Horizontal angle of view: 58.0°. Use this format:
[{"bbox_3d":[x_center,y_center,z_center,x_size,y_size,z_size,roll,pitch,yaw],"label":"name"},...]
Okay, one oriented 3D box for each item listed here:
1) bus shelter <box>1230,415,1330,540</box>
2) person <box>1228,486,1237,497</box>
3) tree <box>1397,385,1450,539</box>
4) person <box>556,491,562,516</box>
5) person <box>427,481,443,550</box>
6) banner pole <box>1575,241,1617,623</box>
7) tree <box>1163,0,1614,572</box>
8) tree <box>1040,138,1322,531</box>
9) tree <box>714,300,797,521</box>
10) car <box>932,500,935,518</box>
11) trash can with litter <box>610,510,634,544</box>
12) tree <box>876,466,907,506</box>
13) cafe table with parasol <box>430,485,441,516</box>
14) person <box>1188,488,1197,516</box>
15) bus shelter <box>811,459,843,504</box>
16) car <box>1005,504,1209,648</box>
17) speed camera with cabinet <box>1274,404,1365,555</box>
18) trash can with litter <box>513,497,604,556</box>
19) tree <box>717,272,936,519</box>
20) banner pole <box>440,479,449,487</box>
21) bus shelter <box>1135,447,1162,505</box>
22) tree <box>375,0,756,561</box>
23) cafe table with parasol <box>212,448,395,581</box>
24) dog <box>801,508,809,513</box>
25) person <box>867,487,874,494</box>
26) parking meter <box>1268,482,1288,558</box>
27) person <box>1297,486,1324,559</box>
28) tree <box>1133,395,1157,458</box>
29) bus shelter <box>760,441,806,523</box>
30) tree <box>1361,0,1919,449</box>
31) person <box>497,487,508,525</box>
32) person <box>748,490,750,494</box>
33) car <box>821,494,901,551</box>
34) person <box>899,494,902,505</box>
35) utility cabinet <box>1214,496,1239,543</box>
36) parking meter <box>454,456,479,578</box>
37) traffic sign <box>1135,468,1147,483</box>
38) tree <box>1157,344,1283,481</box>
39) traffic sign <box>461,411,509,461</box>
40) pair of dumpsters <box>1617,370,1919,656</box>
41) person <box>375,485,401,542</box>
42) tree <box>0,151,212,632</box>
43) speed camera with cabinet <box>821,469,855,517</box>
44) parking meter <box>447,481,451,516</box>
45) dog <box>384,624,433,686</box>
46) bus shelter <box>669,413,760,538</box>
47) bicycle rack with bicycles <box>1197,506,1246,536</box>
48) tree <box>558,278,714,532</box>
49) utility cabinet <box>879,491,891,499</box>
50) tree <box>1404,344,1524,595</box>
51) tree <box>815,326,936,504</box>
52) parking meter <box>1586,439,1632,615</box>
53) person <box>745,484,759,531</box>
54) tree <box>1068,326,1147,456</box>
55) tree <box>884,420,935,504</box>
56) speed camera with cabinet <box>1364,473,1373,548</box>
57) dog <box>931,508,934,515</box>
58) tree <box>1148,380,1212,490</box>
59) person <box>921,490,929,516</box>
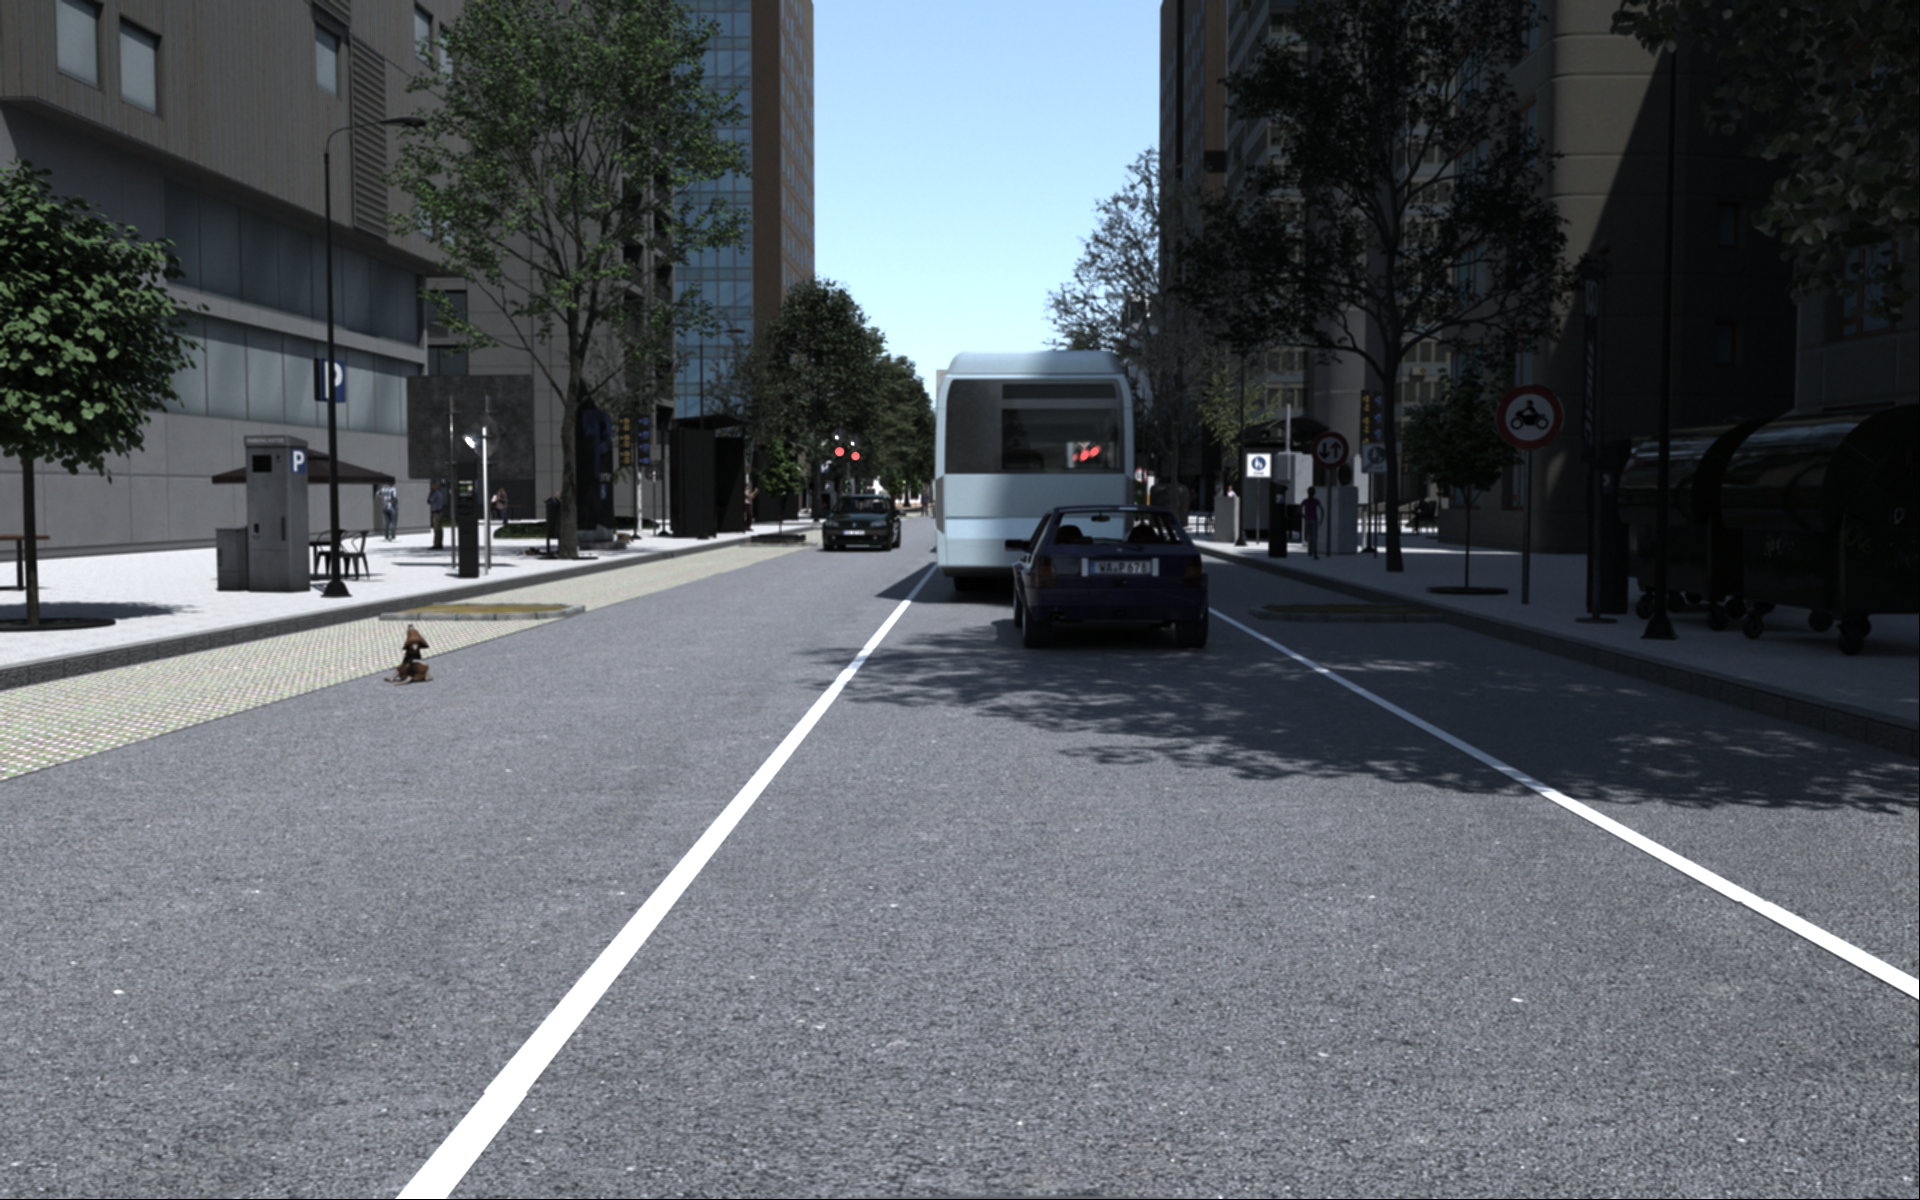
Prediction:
[{"bbox_3d":[8.756,-3.272,47.417,2.014,3.302,5.546,0,4,1],"label":"bus shelter"},{"bbox_3d":[13.951,-5.066,89.811,0.756,1.711,0.436,1,4,15],"label":"person"},{"bbox_3d":[14.314,-4.063,50.151,4.285,4.588,4.351,0,3,0],"label":"tree"},{"bbox_3d":[-15.873,-3.781,69.335,0.415,1.643,0.593,3,5,42],"label":"person"},{"bbox_3d":[-12.143,-1.955,40.068,0.319,1.574,0.516,1,4,8],"label":"person"},{"bbox_3d":[6.238,-1.654,17.057,0.401,3.779,0.863,3,4,36],"label":"banner pole"},{"bbox_3d":[6.870,-5.751,28.434,7.601,10.594,8.767,0,4,-1],"label":"tree"},{"bbox_3d":[7.450,-9.197,60.735,12.009,13.543,11.850,0,3,0],"label":"tree"},{"bbox_3d":[-8.211,-7.090,66.285,4.360,8.622,3.978,0,3,0],"label":"tree"},{"bbox_3d":[-0.676,-5.868,104.731,1.959,1.807,4.718,0,4,1],"label":"car"},{"bbox_3d":[-8.902,-2.019,44.403,1.055,1.170,0.624,0,4,2],"label":"trash can with litter"},{"bbox_3d":[-6.141,-10.747,159.431,4.285,4.588,4.351,0,3,0],"label":"tree"},{"bbox_3d":[-25.652,-4.719,82.019,2.610,1.966,2.610,3,5,45],"label":"cafe table with parasol"},{"bbox_3d":[13.555,-5.730,101.191,0.593,1.643,0.415,-2,4,-24],"label":"person"},{"bbox_3d":[-7.993,-7.067,106.831,1.731,3.624,6.357,0,4,1],"label":"bus shelter"},{"bbox_3d":[1.440,-0.300,17.490,1.945,1.354,3.894,0,4,0],"label":"car"},{"bbox_3d":[7.727,-2.646,37.595,0.660,3.252,2.038,-2,4,-33],"label":"speed camera with cabinet"},{"bbox_3d":[-8.692,-1.566,36.664,1.678,1.210,2.233,-3,5,-41],"label":"trash can with litter"},{"bbox_3d":[-7.418,-10.549,89.478,9.611,12.733,9.660,0,3,0],"label":"tree"},{"bbox_3d":[-23.503,-5.447,79.075,0.401,3.779,0.863,1,4,16],"label":"banner pole"},{"bbox_3d":[9.111,-5.881,87.441,1.731,3.624,6.357,0,4,1],"label":"bus shelter"},{"bbox_3d":[-7.541,-6.596,33.595,9.928,11.665,9.643,0,3,0],"label":"tree"},{"bbox_3d":[-9.730,-1.281,25.814,2.610,1.966,2.610,-2,4,-26],"label":"cafe table with parasol"},{"bbox_3d":[-10.299,-5.993,115.729,0.748,0.427,0.550,3,5,43],"label":"dog"},{"bbox_3d":[-6.582,-7.357,126.462,0.598,1.807,0.434,1,4,10],"label":"person"},{"bbox_3d":[6.450,-1.634,35.119,0.372,1.533,0.369,0,3,0],"label":"parking meter"},{"bbox_3d":[6.948,-1.521,34.142,0.726,1.435,0.776,1,4,22],"label":"person"},{"bbox_3d":[13.407,-10.760,126.292,4.737,8.622,4.395,0,3,0],"label":"tree"},{"bbox_3d":[-8.328,-5.427,80.017,1.731,3.624,6.357,0,4,1],"label":"bus shelter"},{"bbox_3d":[6.699,-6.159,7.349,9.857,13.997,8.962,0,3,0],"label":"tree"},{"bbox_3d":[-19.132,-3.855,72.357,0.431,1.722,0.655,0,4,-3],"label":"person"},{"bbox_3d":[-13.607,-6.555,114.020,0.742,1.727,0.445,0,4,-7],"label":"person"},{"bbox_3d":[-2.509,-2.137,44.728,2.009,1.686,4.222,0,4,3],"label":"car"},{"bbox_3d":[-7.181,-12.375,209.850,0.593,1.643,0.415,1,4,18],"label":"person"},{"bbox_3d":[7.123,-2.126,45.922,0.306,1.237,1.020,-1,4,-23],"label":"utility cabinet"},{"bbox_3d":[-7.509,-1.268,26.438,0.255,1.863,0.399,0,4,-7],"label":"parking meter"},{"bbox_3d":[8.684,-5.095,83.401,0.768,2.556,0.104,0,4,1],"label":"traffic sign"},{"bbox_3d":[12.607,-7.984,80.904,4.737,8.622,4.395,0,3,0],"label":"tree"},{"bbox_3d":[-7.507,-1.690,27.371,0.795,2.593,0.064,1,4,9],"label":"traffic sign"},{"bbox_3d":[7.526,-0.807,15.695,1.574,2.255,4.437,0,4,1],"label":"pair of dumpsters"},{"bbox_3d":[-15.332,-2.435,46.576,0.841,1.734,0.376,3,4,38],"label":"person"},{"bbox_3d":[-8.904,-2.016,16.681,4.285,4.588,4.351,0,3,0],"label":"tree"},{"bbox_3d":[-6.918,-6.238,96.330,2.038,3.252,0.660,1,4,10],"label":"speed camera with cabinet"},{"bbox_3d":[-22.758,-4.398,77.623,0.399,1.863,0.255,-1,4,-13],"label":"parking meter"},{"bbox_3d":[-4.299,0.418,13.355,0.550,0.427,0.748,1,4,23],"label":"dog"},{"bbox_3d":[-7.557,-3.800,53.414,1.731,3.624,6.357,0,4,1],"label":"bus shelter"},{"bbox_3d":[8.532,-2.462,53.638,2.852,0.926,2.925,1,4,18],"label":"bicycle rack with bicycles"},{"bbox_3d":[-11.084,-6.608,58.405,4.360,8.622,3.978,0,3,0],"label":"tree"},{"bbox_3d":[-5.536,-7.259,127.370,0.318,1.500,1.173,2,4,31],"label":"utility cabinet"},{"bbox_3d":[6.574,-1.711,22.575,1.663,3.219,1.824,0,3,0],"label":"tree"},{"bbox_3d":[-6.484,-12.153,116.829,7.486,12.596,7.792,0,3,0],"label":"tree"},{"bbox_3d":[6.950,-0.787,18.582,0.255,1.863,0.399,-3,4,-36],"label":"parking meter"},{"bbox_3d":[-7.289,-3.219,60.141,0.566,1.644,0.517,3,5,43],"label":"person"},{"bbox_3d":[8.808,-12.209,117.741,7.486,12.596,7.792,0,3,0],"label":"tree"},{"bbox_3d":[-5.742,-13.123,148.973,7.601,10.594,8.767,2,4,28],"label":"tree"},{"bbox_3d":[8.898,-2.848,40.900,0.660,3.252,2.038,-2,4,-24],"label":"speed camera with cabinet"},{"bbox_3d":[-1.678,-5.974,116.970,0.406,0.507,0.540,1,4,17],"label":"dog"},{"bbox_3d":[13.695,-9.752,109.804,4.360,8.622,3.978,0,3,0],"label":"tree"},{"bbox_3d":[-2.296,-6.362,113.440,0.541,1.710,0.530,0,4,6],"label":"person"}]
